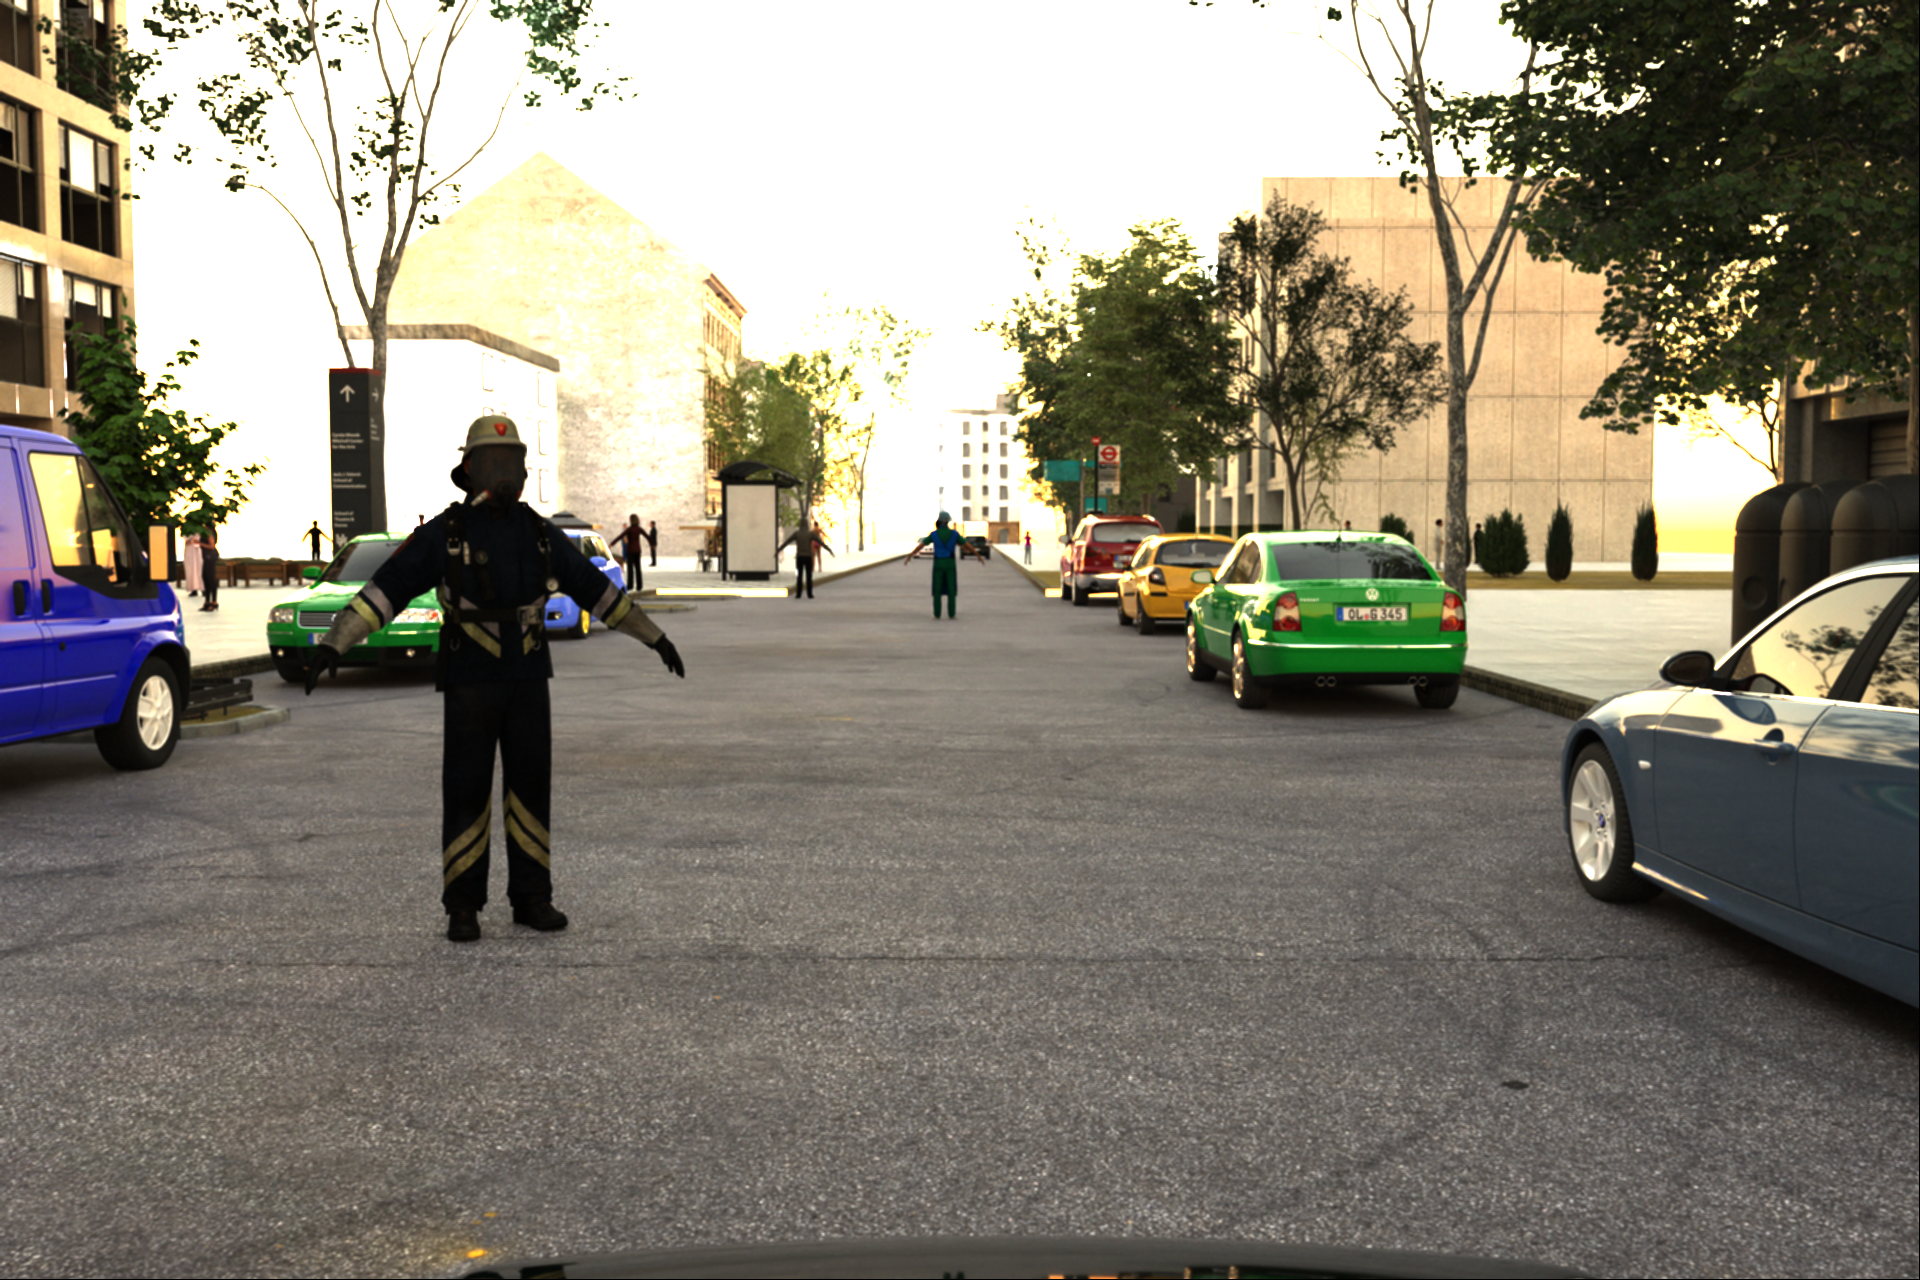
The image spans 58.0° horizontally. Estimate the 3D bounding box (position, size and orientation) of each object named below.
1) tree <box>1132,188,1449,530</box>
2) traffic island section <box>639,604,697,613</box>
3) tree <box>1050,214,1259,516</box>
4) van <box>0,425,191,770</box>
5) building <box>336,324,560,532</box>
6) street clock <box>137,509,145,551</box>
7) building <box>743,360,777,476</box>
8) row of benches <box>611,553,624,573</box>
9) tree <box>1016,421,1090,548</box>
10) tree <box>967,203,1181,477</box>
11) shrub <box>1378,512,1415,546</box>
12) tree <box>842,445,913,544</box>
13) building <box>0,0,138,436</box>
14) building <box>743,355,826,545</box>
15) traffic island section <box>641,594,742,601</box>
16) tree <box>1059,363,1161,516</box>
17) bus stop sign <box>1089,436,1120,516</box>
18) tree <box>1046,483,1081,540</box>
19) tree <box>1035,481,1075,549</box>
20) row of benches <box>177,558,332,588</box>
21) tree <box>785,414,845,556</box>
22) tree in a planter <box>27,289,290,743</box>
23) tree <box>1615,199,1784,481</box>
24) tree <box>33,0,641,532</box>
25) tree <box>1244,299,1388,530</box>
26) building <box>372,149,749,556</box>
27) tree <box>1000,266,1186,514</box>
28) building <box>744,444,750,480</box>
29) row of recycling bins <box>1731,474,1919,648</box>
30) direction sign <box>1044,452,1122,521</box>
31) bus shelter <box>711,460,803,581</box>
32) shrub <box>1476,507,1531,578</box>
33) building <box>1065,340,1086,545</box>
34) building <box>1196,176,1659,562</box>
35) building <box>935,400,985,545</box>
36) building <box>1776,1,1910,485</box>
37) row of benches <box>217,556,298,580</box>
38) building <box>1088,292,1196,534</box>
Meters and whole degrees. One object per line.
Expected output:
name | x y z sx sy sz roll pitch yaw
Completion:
tree | 9.027 -6.836 46.183 8.767 10.594 7.601 0 4 -4
traffic island section | -5.984 -0.580 32.346 1.991 0.108 1.994 0 4 1
tree | 6.884 -8.771 61.540 7.486 12.596 7.792 0 3 0
van | -5.841 -0.271 8.809 2.240 2.365 5.245 0 4 1
building | -23.773 -8.642 83.439 9.099 9.664 28.070 0 4 1
street clock | -9.558 -0.958 20.241 0.358 2.002 0.471 0 4 0
building | -26.316 -20.367 189.414 16.016 20.090 11.380 0 4 0
row of benches | -12.860 -2.506 56.430 4.104 0.672 1.422 -2 4 -31
tree | 7.644 -11.852 128.199 7.601 10.594 8.767 0 4 1
tree | 5.821 -15.015 101.386 12.611 20.169 13.585 0 3 0
shrub | 14.404 -3.266 57.826 1.690 2.028 1.600 0 3 0
tree | -11.584 -19.586 230.602 12.009 13.543 11.850 0 3 0
building | -31.884 -13.823 29.202 19.351 26.588 34.151 0 4 1
building | -26.619 -23.294 211.781 19.493 23.208 18.063 0 4 1
traffic island section | -5.856 -0.933 38.125 1.991 0.108 1.994 0 3 0
tree | 6.808 -7.421 71.702 4.360 8.622 3.978 0 3 0
bus stop sign | 3.942 -3.591 47.411 0.855 3.939 0.416 0 4 -1
tree | 7.553 -10.180 116.806 4.360 8.622 3.978 0 3 0
tree | 8.307 -11.931 145.432 4.360 8.622 3.978 0 3 0
row of benches | -17.266 -1.676 42.867 1.422 0.672 4.104 3 4 37
tree | -8.518 -9.214 101.010 4.737 8.622 4.395 0 3 0
tree in a planter | -6.159 -0.951 12.770 1.991 3.239 1.994 0 4 1
tree | 25.368 -8.715 52.867 12.009 13.543 11.850 0 3 0
tree | -12.577 -11.081 37.059 12.611 20.169 13.585 0 3 0
tree | 10.501 -6.311 53.543 4.360 8.622 3.978 0 3 0
building | -23.959 -16.977 108.499 19.493 23.208 18.063 0 4 0
tree | 6.698 -10.833 83.771 9.857 13.997 8.962 0 3 0
building | -24.078 -13.619 164.820 9.099 9.664 28.070 0 3 0
row of recycling bins | 6.571 -0.322 12.376 1.069 1.692 3.534 0 4 0
direction sign | 3.979 -4.089 55.622 2.525 3.948 1.411 0 3 0
bus shelter | -5.781 -3.433 50.058 2.014 3.302 5.546 0 3 0
shrub | 15.977 -2.867 50.917 1.661 2.075 1.752 0 3 0
building | 25.926 -21.707 198.890 27.936 21.610 32.646 0 4 1
building | 23.315 -13.933 94.258 16.747 18.905 31.486 0 4 0
building | -3.006 -23.028 235.382 11.380 20.090 16.016 0 4 -2
building | 25.965 -13.140 32.100 12.078 24.872 19.932 0 4 1
row of benches | -20.474 -2.068 49.269 4.104 0.672 1.422 2 4 30
building | 25.613 -19.486 162.569 27.936 21.610 32.646 0 4 1
